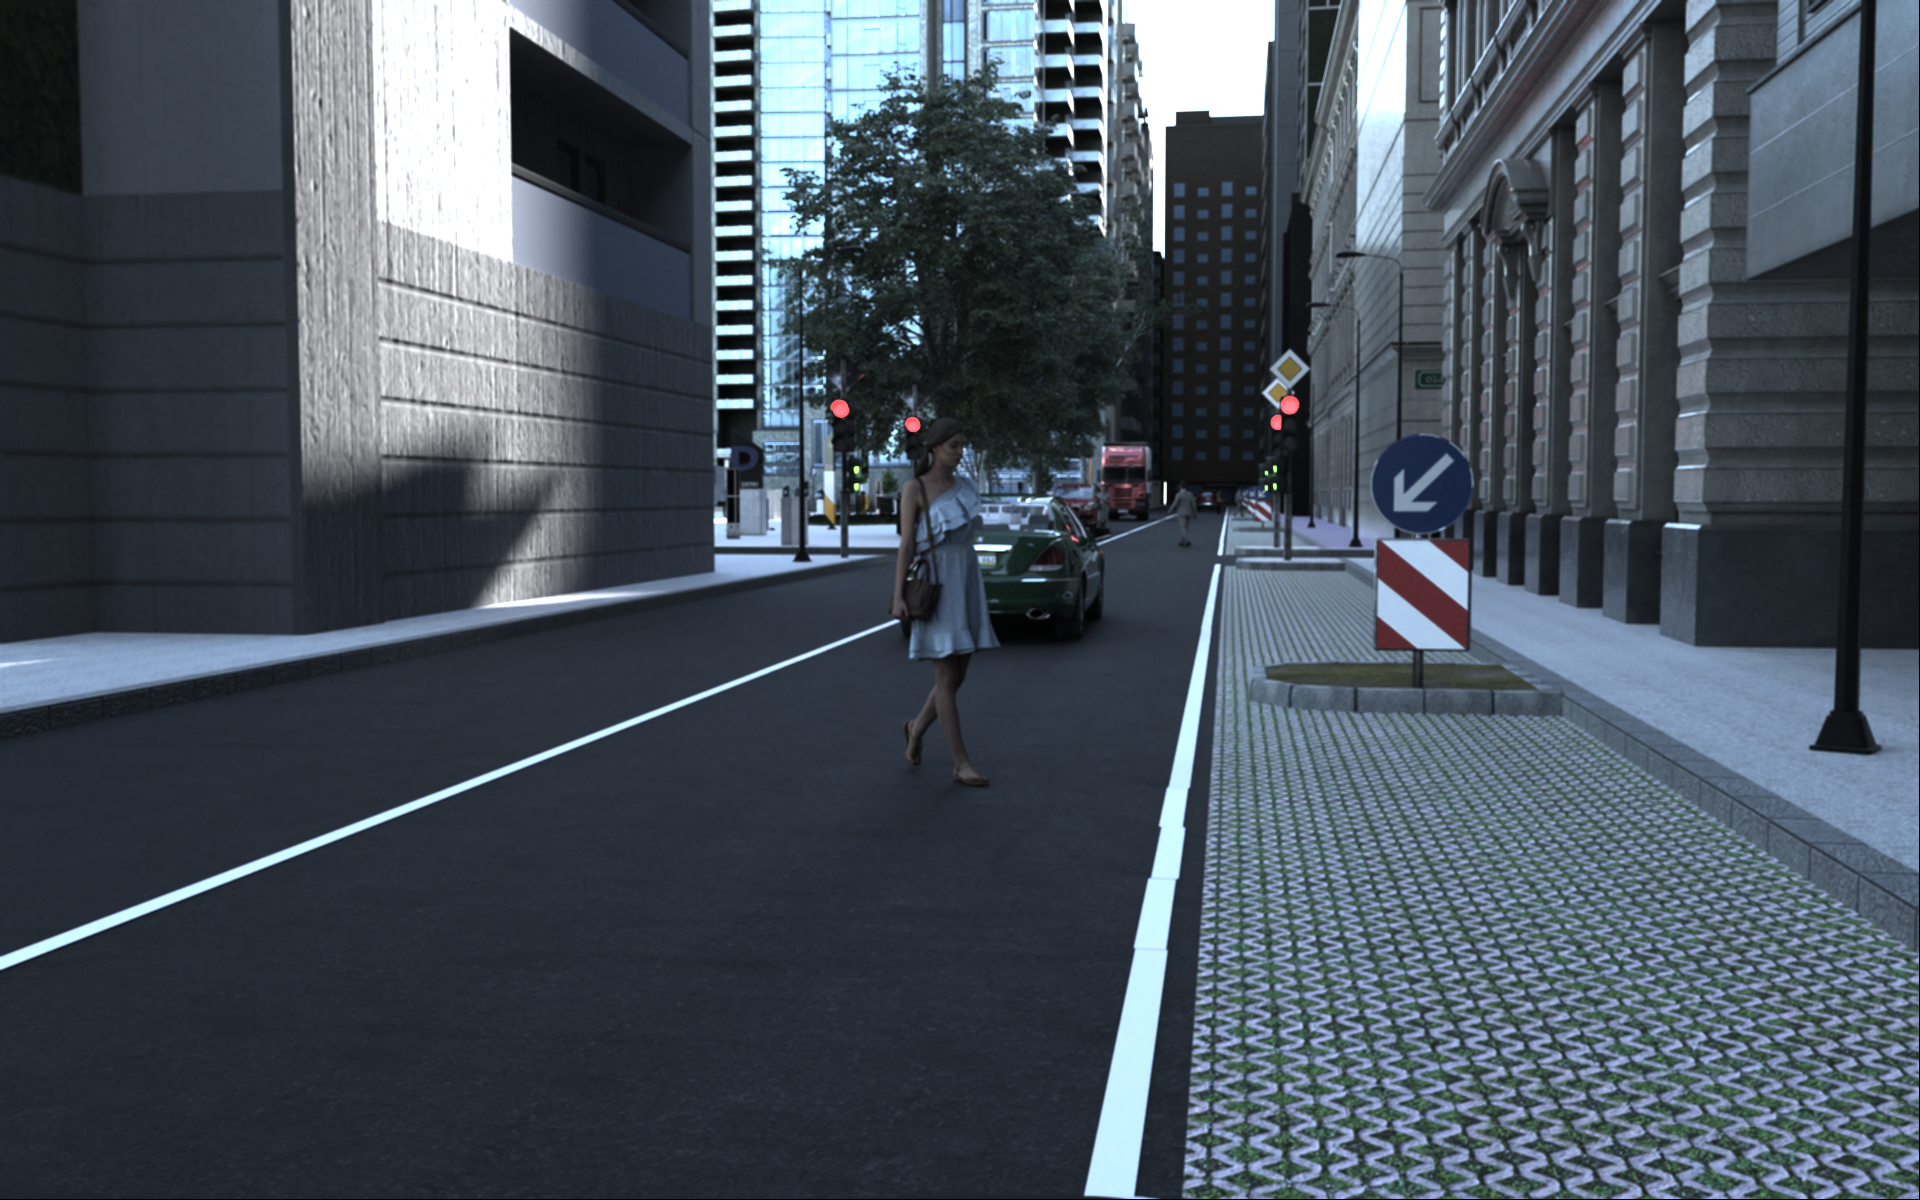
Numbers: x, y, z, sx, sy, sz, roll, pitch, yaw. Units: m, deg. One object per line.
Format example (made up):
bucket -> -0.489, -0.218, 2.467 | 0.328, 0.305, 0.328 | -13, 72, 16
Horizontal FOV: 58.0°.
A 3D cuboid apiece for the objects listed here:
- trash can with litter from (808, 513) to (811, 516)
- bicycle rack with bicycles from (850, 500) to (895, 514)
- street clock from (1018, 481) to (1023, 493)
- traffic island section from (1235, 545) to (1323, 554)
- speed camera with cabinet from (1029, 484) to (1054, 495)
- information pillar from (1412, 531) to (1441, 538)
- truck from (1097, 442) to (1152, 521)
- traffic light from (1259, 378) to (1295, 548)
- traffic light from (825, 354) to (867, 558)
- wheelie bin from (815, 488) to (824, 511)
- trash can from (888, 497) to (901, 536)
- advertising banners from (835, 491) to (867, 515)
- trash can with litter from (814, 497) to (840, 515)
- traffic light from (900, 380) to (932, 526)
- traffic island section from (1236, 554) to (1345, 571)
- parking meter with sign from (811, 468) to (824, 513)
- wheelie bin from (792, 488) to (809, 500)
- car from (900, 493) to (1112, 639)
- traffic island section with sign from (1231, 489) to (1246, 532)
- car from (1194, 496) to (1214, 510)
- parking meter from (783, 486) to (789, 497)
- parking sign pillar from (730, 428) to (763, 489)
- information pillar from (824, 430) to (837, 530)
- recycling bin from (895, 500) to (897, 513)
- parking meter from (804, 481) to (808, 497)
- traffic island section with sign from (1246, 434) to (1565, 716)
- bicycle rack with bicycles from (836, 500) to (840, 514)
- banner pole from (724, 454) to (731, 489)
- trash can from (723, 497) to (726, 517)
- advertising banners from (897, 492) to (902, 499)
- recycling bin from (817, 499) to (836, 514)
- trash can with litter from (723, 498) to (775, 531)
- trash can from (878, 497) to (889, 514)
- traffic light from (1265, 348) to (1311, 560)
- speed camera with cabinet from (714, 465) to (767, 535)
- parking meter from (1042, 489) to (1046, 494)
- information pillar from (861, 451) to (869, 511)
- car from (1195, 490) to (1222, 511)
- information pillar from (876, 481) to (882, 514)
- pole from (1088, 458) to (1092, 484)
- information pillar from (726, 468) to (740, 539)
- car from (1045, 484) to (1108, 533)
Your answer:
trash can with litter -> -8.815, -5.146, 95.528 | 0.624, 1.170, 1.055 | -2, 4, -26
bicycle rack with bicycles -> -4.985, -5.468, 102.790 | 2.925, 0.926, 2.852 | 1, 4, 11
street clock -> 3.450, -5.785, 99.151 | 0.358, 2.002, 0.471 | 1, 4, 9
traffic island section -> 7.612, -1.177, 41.531 | 2.009, 0.180, 2.903 | 1, 4, 9
speed camera with cabinet -> 4.880, -6.517, 100.892 | 0.660, 3.252, 2.038 | 3, 5, 44
information pillar -> 6.489, -1.198, 24.077 | 0.304, 2.012, 0.304 | 3, 5, 45
truck -> 9.208, -6.532, 95.708 | 2.839, 4.237, 11.283 | 0, 4, 7
traffic light -> 7.574, -3.211, 41.423 | 0.839, 4.253, 0.868 | 1, 4, 9
traffic light -> -2.315, -2.810, 34.862 | 0.839, 4.253, 0.868 | 1, 4, 9
wheelie bin -> -6.920, -4.833, 86.931 | 0.693, 1.594, 0.980 | 0, 4, 3
trash can -> -1.638, -2.522, 52.894 | 0.748, 1.137, 0.748 | 0, 3, 0
advertising banners -> -5.110, -4.967, 77.403 | 2.074, 3.025, 0.090 | 1, 4, 23
trash can with litter -> -7.658, -5.369, 98.840 | 2.233, 1.210, 1.678 | 1, 4, 17
traffic light -> -1.085, -3.292, 42.752 | 0.839, 4.253, 0.868 | 1, 4, 9
traffic island section -> 6.382, -0.695, 33.641 | 2.009, 0.180, 2.903 | 1, 4, 9
parking meter with sign -> -9.152, -7.354, 116.496 | 1.738, 3.016, 0.543 | 2, 4, 28
wheelie bin -> -8.379, -5.091, 91.151 | 0.980, 1.594, 0.693 | 1, 4, 11
car -> 0.533, -0.420, 18.659 | 2.131, 1.459, 4.920 | 1, 4, 9
traffic island section with sign -> 11.440, -3.512, 66.056 | 1.989, 1.847, 2.006 | 1, 4, 9
car -> 22.110, -9.078, 157.213 | 1.959, 1.807, 4.718 | 1, 4, 10
parking meter -> -11.989, -6.956, 119.434 | 0.399, 1.863, 0.255 | 1, 4, 15
parking sign pillar -> -8.643, -4.998, 70.194 | 1.447, 3.967, 1.447 | 0, 4, 2
information pillar -> -4.709, -4.367, 62.750 | 0.504, 3.616, 0.183 | 3, 5, 39
recycling bin -> -3.284, -5.138, 96.554 | 0.722, 1.027, 0.722 | 0, 4, -2
parking meter -> -6.964, -4.367, 77.115 | 0.255, 1.863, 0.399 | 3, 5, 42
traffic island section with sign -> 3.048, -0.217, 12.174 | 1.989, 1.847, 2.006 | 1, 4, 9
bicycle rack with bicycles -> -7.666, -5.933, 110.384 | 2.925, 0.926, 2.852 | 2, 4, 30
banner pole -> -14.521, -7.255, 108.639 | 0.863, 3.779, 0.401 | 3, 5, 43
trash can -> -12.695, -5.097, 94.984 | 0.748, 1.137, 0.748 | 0, 3, 0
advertising banners -> -3.198, -7.310, 115.709 | 2.074, 3.025, 0.090 | -1, 4, -13
recycling bin -> -6.357, -4.274, 82.438 | 0.722, 1.027, 0.722 | -2, 4, -27
trash can with litter -> -7.410, -3.059, 61.072 | 2.233, 1.210, 1.678 | -2, 4, -32
trash can -> -3.534, -4.332, 82.482 | 0.748, 1.137, 0.748 | 0, 3, 0
traffic light -> 6.344, -2.729, 33.533 | 0.839, 4.253, 0.868 | 1, 4, 9
speed camera with cabinet -> -7.099, -3.663, 54.233 | 2.038, 3.252, 0.660 | 1, 4, 12
parking meter -> 3.848, -4.432, 80.873 | 0.372, 1.533, 0.369 | 0, 3, 0
information pillar -> -5.038, -6.111, 91.270 | 0.504, 3.616, 0.183 | -3, 5, -41
car -> 21.100, -8.468, 147.117 | 2.281, 1.827, 5.304 | 1, 4, 8
information pillar -> -4.383, -5.463, 93.811 | 0.304, 2.012, 0.304 | 0, 4, 7
pole -> 7.119, -6.165, 94.641 | 0.158, 3.312, 0.155 | 0, 3, 0
information pillar -> -6.518, -2.768, 49.744 | 0.304, 2.012, 0.304 | 1, 4, 16
car -> 4.355, -3.428, 64.717 | 2.281, 1.827, 5.304 | 1, 4, 11
